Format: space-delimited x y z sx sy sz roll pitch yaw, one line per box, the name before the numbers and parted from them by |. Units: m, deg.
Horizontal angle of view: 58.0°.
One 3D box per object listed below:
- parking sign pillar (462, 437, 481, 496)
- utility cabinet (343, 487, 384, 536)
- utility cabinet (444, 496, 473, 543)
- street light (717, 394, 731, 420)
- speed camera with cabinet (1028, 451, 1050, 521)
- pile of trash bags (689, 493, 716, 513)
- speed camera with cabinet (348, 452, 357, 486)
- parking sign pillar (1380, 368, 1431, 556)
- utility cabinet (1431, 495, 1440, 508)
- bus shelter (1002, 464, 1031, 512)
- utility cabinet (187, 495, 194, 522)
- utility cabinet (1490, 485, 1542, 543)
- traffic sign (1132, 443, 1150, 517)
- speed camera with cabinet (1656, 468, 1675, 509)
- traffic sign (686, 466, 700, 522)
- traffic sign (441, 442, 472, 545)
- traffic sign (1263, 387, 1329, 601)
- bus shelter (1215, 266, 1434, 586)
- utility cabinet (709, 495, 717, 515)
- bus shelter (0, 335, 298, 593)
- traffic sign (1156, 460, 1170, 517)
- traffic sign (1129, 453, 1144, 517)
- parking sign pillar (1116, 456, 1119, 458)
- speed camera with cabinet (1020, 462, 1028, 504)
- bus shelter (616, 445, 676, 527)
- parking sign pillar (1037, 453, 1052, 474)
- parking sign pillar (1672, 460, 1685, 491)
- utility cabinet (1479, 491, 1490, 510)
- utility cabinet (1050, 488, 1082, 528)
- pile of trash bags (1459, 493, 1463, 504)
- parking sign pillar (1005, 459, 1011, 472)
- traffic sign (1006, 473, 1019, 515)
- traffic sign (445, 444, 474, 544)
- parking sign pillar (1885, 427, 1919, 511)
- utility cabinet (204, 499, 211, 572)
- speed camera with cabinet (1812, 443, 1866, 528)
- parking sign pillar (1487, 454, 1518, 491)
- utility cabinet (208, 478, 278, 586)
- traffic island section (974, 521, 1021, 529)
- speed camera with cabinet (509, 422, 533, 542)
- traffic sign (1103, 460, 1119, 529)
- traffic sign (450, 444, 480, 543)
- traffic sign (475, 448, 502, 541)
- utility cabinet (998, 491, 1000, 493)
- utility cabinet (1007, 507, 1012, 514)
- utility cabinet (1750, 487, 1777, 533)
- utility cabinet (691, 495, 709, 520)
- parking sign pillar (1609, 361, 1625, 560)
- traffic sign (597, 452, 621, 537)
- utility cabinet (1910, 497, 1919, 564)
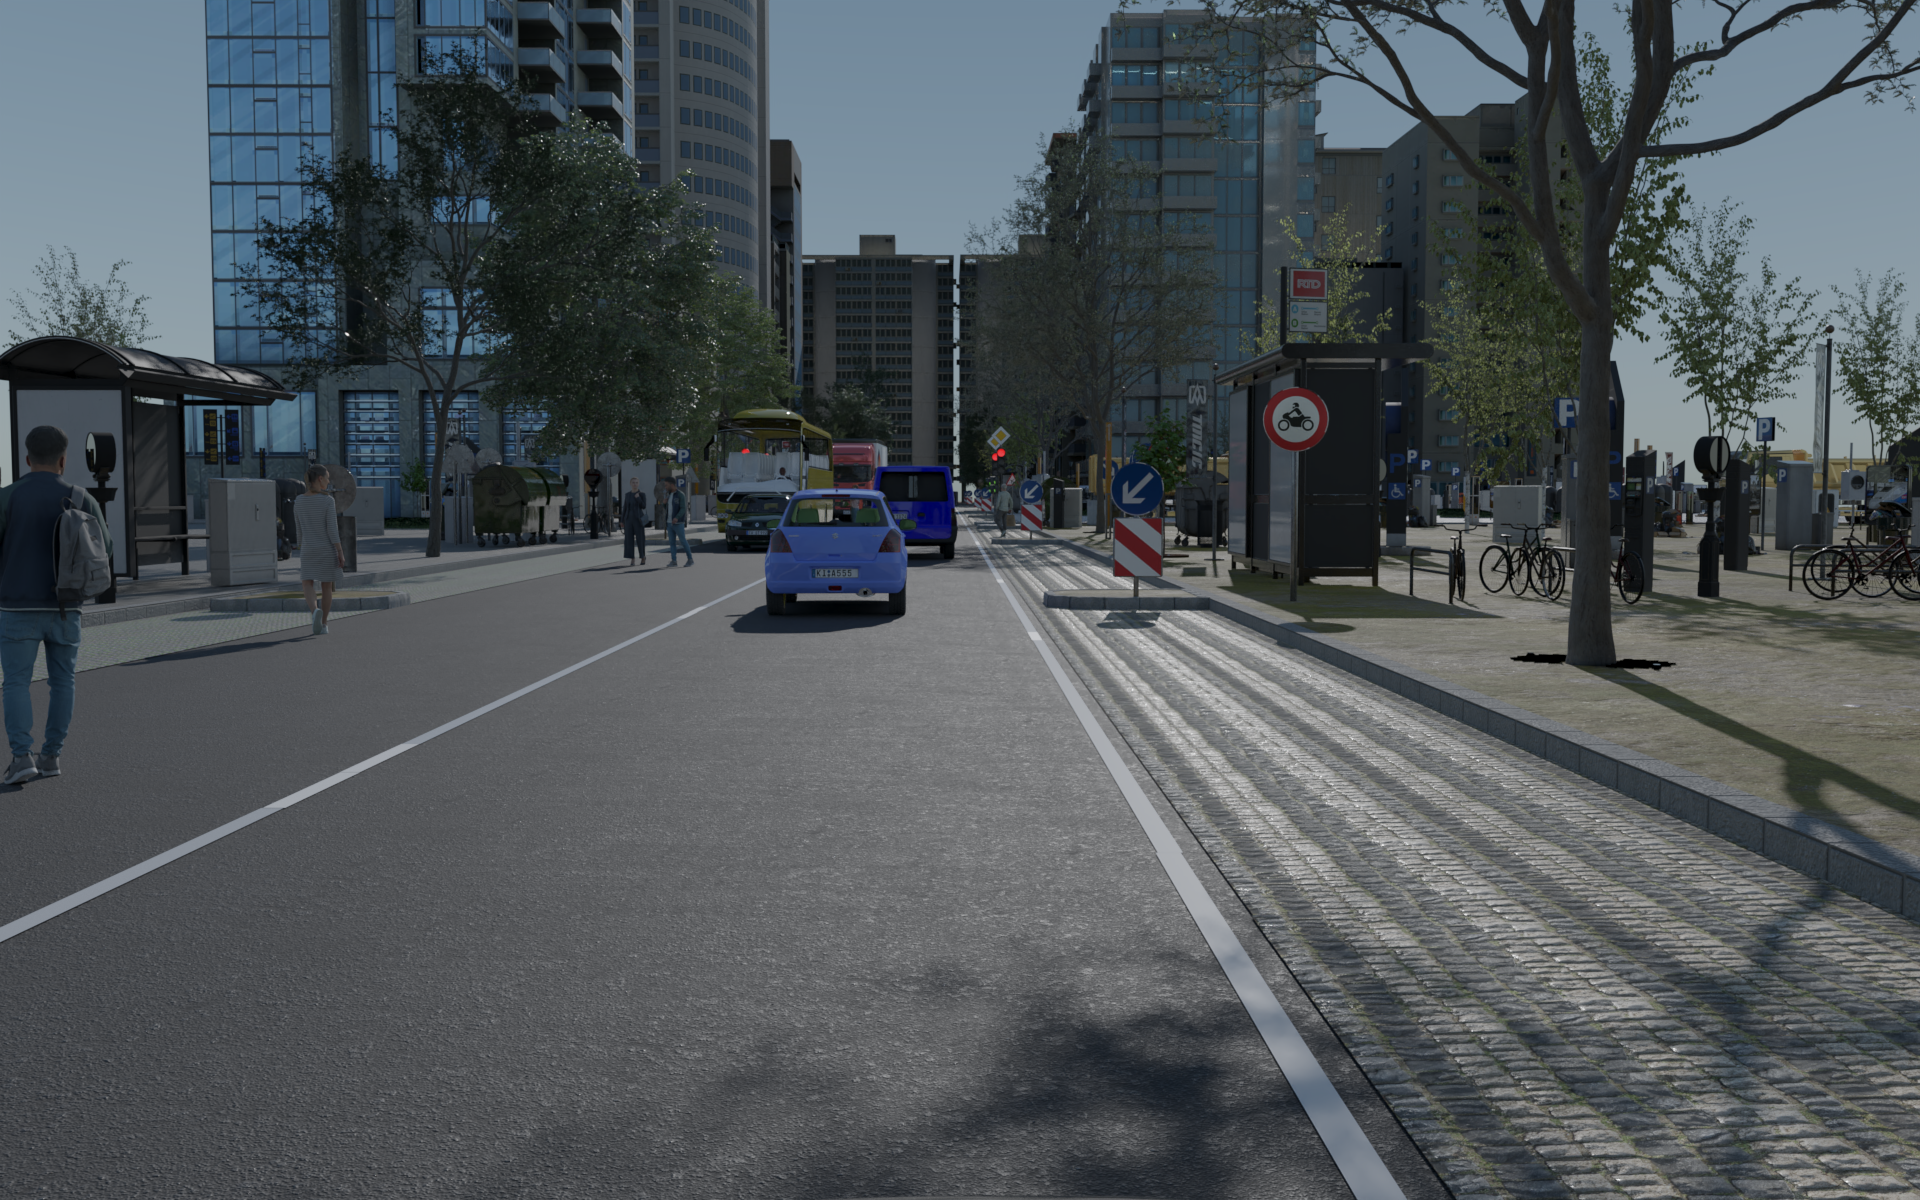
parking sign pillar | -22.771 -5.676 81.275 1.447 3.967 1.447 2 4 30
utility cabinet | -18.204 -2.702 52.849 1.173 1.500 0.318 -1 4 -20
utility cabinet | -13.256 -2.121 45.848 0.306 1.237 1.020 1 4 13
street light | -10.851 -6.541 79.739 0.468 5.910 1.993 0 4 0
speed camera with cabinet | 4.179 -5.275 80.575 0.660 3.252 2.038 3 5 40
pile of trash bags | -17.312 -6.675 118.889 1.912 1.369 3.447 -3 4 -36
speed camera with cabinet | -29.186 -5.284 80.735 2.038 3.252 0.660 -1 4 -16
parking sign pillar | 9.225 -2.940 36.539 1.447 3.967 1.447 1 4 14
utility cabinet | 32.610 -6.584 118.814 0.306 1.237 1.020 3 4 37
bus shelter | 3.724 -7.622 118.535 2.014 3.302 5.546 0 4 0
utility cabinet | -35.922 -4.220 80.162 0.306 1.237 1.020 1 4 11
utility cabinet | 14.392 -2.205 44.738 1.173 1.500 0.318 3 4 37
traffic sign | 4.677 -2.638 43.240 0.768 2.556 0.104 0 4 7
speed camera with cabinet | 35.088 -5.614 86.118 0.660 3.252 2.038 2 4 32
traffic sign | -12.354 -4.855 79.377 0.884 2.594 0.081 1 4 8
traffic sign | -12.592 -2.641 43.186 0.884 2.594 0.081 0 4 4
traffic sign | 3.995 -1.258 20.669 0.768 2.556 0.104 0 4 8
bus shelter | 5.491 -3.100 28.319 2.179 5.291 8.768 0 4 0
utility cabinet | -14.985 -5.840 106.642 1.020 1.237 0.306 1 4 14
bus shelter | -11.530 -1.894 24.886 2.014 3.302 5.546 0 4 0
traffic sign | 4.226 -2.261 36.971 0.884 2.594 0.081 0 4 1
traffic sign | 5.081 -2.940 48.181 0.768 2.556 0.104 0 4 6
parking sign pillar | 11.590 -8.167 121.999 1.447 3.967 1.447 1 4 17
speed camera with cabinet | 4.656 -6.717 104.155 2.038 3.252 0.660 1 4 16
bus shelter | -12.422 -4.601 69.153 2.014 3.302 5.546 0 4 0
parking sign pillar | 5.213 -7.224 106.577 1.447 3.967 1.447 -1 4 -20
parking sign pillar | 56.144 -9.019 135.934 1.447 3.967 1.447 0 4 5
utility cabinet | 33.039 -6.069 107.911 1.173 1.500 0.318 -1 4 -12
utility cabinet | 3.984 -3.454 65.152 1.173 1.500 0.318 1 4 23
pile of trash bags | 42.111 -7.992 140.418 3.447 1.369 1.912 0 4 5
parking sign pillar | 3.700 -8.838 132.976 1.447 3.967 1.447 0 4 2
traffic sign | 3.244 -6.562 107.298 0.884 2.594 0.081 0 4 2
traffic sign | -12.847 -2.714 44.478 0.768 2.556 0.104 0 4 5
parking sign pillar | 36.028 -4.745 66.046 1.447 3.967 1.447 1 4 8
utility cabinet | -12.345 -1.097 29.101 0.306 1.237 1.020 0 4 -2
speed camera with cabinet | 33.568 -4.403 66.332 2.038 3.252 0.660 0 4 -6
parking sign pillar | 36.522 -7.847 116.763 1.447 3.967 1.447 3 4 36
utility cabinet | -10.099 -0.964 24.448 0.318 1.500 1.173 1 4 10
traffic island section | 1.654 -3.513 79.720 2.009 0.180 2.903 0 4 0
speed camera with cabinet | -11.841 -3.219 46.965 0.660 3.252 2.038 -1 4 -9
traffic sign | 5.460 -3.889 63.691 0.768 2.556 0.104 0 4 7
traffic sign | -12.870 -2.763 45.171 0.884 2.594 0.081 0 4 5
traffic sign | -12.923 -2.896 47.460 0.768 2.556 0.104 0 4 5
utility cabinet | 3.392 -7.272 127.577 1.173 1.500 0.318 -1 4 -11
utility cabinet | 3.192 -6.316 114.425 0.306 1.237 1.020 -1 4 -23
utility cabinet | 26.283 -2.933 56.636 1.173 1.500 0.318 -3 5 -39
utility cabinet | -12.969 -4.568 85.849 0.306 1.237 1.020 1 4 19
parking sign pillar | 12.889 -2.813 34.468 1.447 3.967 1.447 1 4 13
traffic sign | -10.589 -3.188 52.237 0.768 2.556 0.104 0 4 8
utility cabinet | 17.996 -1.255 31.675 0.306 1.237 1.020 -3 5 -43
